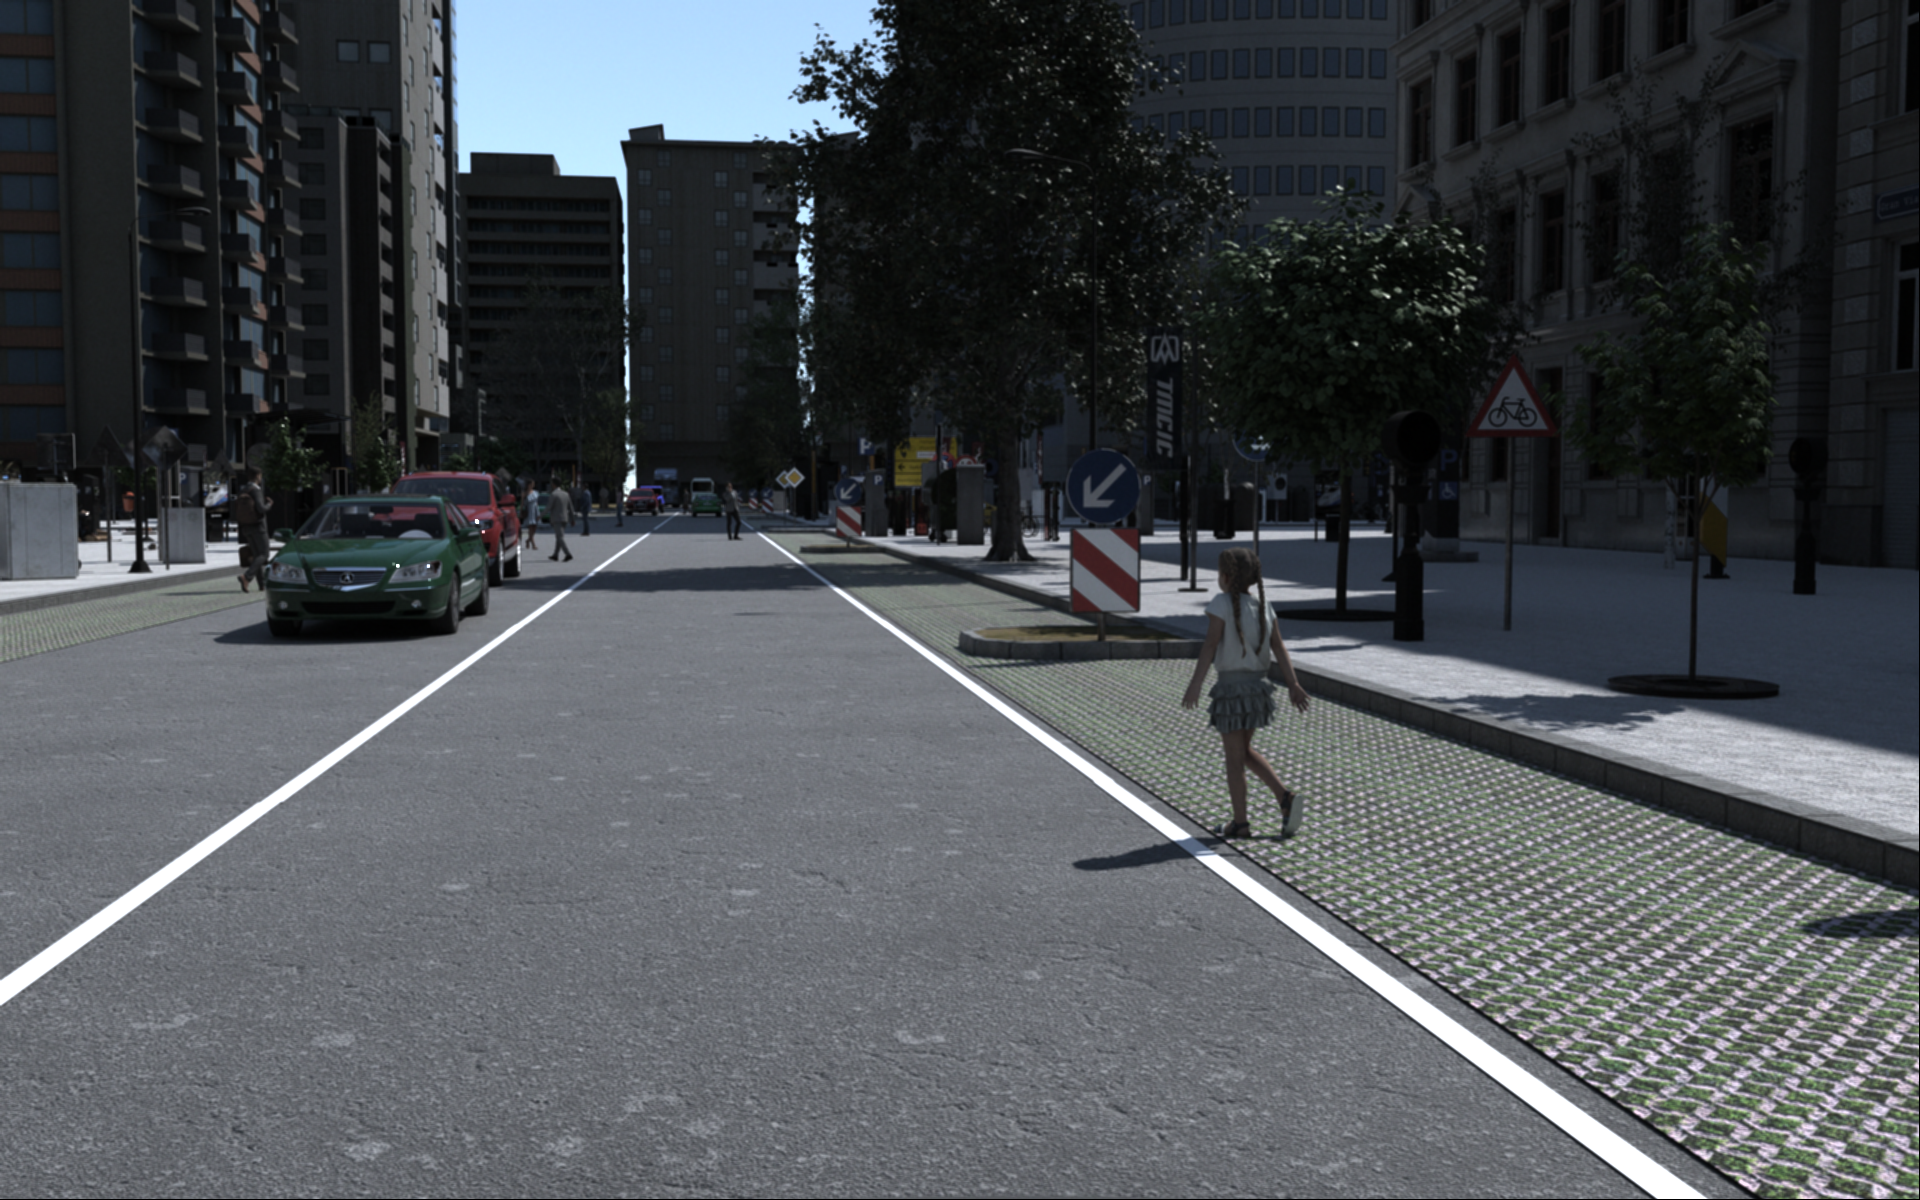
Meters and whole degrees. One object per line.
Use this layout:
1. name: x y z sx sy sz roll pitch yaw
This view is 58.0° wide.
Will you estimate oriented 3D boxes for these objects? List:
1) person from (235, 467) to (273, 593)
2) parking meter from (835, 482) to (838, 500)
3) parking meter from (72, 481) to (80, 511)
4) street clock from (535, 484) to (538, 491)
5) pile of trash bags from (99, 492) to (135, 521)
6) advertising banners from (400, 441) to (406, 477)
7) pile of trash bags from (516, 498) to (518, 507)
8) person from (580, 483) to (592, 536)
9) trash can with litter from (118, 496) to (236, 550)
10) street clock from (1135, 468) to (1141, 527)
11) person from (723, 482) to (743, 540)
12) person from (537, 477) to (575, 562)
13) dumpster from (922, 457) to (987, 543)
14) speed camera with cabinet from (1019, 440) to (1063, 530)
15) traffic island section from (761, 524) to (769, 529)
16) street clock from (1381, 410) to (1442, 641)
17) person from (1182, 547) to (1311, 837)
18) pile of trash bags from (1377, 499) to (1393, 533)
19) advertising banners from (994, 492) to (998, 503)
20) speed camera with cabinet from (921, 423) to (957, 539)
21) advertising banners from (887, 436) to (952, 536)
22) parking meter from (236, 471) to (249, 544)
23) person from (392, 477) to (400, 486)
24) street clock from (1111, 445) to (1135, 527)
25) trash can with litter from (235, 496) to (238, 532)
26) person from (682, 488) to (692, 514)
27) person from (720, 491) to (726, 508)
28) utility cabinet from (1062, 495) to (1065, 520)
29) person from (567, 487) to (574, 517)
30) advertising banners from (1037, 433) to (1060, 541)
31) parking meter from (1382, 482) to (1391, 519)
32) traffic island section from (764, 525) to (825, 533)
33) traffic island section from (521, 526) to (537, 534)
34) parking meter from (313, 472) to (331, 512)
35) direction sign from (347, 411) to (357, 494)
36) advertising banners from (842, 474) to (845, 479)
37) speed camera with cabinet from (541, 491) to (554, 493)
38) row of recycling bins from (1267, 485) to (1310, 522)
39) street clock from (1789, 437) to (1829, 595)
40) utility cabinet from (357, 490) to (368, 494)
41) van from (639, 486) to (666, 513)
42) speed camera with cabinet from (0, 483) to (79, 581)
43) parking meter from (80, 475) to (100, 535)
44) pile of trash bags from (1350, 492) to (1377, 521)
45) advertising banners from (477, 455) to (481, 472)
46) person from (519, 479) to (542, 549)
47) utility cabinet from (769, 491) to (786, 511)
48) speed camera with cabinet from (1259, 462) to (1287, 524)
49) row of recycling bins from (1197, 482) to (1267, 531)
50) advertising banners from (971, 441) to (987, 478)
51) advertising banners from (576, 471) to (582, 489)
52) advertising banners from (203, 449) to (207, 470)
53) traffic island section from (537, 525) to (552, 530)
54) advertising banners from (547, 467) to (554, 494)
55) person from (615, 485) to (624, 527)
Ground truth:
1. person: -10.320 -1.029 25.289 0.622 1.834 0.822 2 4 26
2. parking meter: -5.613 -4.598 80.885 0.255 1.863 0.399 3 5 43
3. parking meter: -38.590 -4.285 75.771 0.399 1.863 0.255 -2 4 -31
4. street clock: -31.931 -7.717 130.747 0.358 2.002 0.471 -2 4 -25
5. pile of trash bags: -40.754 -4.508 83.457 3.447 1.369 1.912 3 4 37
6. advertising banners: -18.349 -3.776 57.920 0.090 3.025 2.074 0 4 2
7. pile of trash bags: -37.322 -8.016 140.811 1.912 1.369 3.447 2 4 30
8. person: -12.873 -3.113 59.574 0.419 1.800 0.721 -1 4 -13
9. trash can with litter: -18.482 -1.801 40.508 1.678 1.210 2.233 1 4 16
10. street clock: 4.755 -2.654 47.961 0.471 2.002 0.358 3 5 45
11. person: -7.106 -2.780 54.133 0.592 1.802 0.473 -2 4 -29
12. person: -8.555 -1.723 36.942 0.850 1.792 0.678 2 4 32
13. dumpster: -0.145 -2.680 46.306 1.502 2.255 1.985 -1 4 -8
14. speed camera with cabinet: 2.889 -4.336 65.231 0.660 3.252 2.038 -3 4 -38
15. traffic island section: -7.252 -3.036 71.926 2.009 0.180 2.903 -1 4 -8
16. street clock: 3.931 -0.645 15.120 0.471 2.002 0.358 -1 4 -21
17. person: 1.165 0.390 7.145 0.505 1.210 0.382 -2 4 -34
18. pile of trash bags: 15.800 -2.881 56.861 3.447 1.369 1.912 -1 4 -20
19. advertising banners: 1.541 -5.507 86.223 0.090 3.025 2.074 2 4 26
20. speed camera with cabinet: -0.522 -3.332 48.815 0.660 3.252 2.038 1 4 17
21. advertising banners: -1.203 -3.479 53.071 2.074 3.025 0.090 2 4 23
22. parking meter: -18.339 -2.372 44.485 0.399 1.863 0.255 -1 4 -13
23. person: -12.056 -1.724 36.954 0.850 1.792 0.678 -1 4 -17
24. street clock: 2.352 -1.287 25.608 0.358 2.002 0.471 1 4 8
25. trash can with litter: -24.092 -2.883 58.190 2.233 1.210 1.678 1 4 11
26. person: -19.225 -6.939 121.911 0.822 1.834 0.622 -2 4 -29
27. person: -24.063 -10.272 177.174 1.217 1.743 0.721 0 4 4
28. utility cabinet: 4.735 -4.543 85.448 0.306 1.237 1.020 3 5 40
29. person: -21.800 -5.420 97.098 0.573 1.828 0.580 1 4 23
30. advertising banners: 2.416 -3.153 47.745 0.090 3.025 2.074 -1 4 -13
31. parking meter: 21.112 -4.892 85.693 0.399 1.863 0.255 -3 4 -38
32. traffic island section: -6.085 -2.553 64.026 2.009 0.180 2.903 -1 4 -8
33. traffic island section: -16.515 -2.460 62.497 2.009 0.180 2.903 -1 4 -8
34. parking meter: -15.878 -2.290 43.151 0.255 1.863 0.399 1 4 16
35. direction sign: -16.701 -3.414 47.815 0.379 3.537 0.876 -1 4 -16
36. advertising banners: -7.524 -6.828 107.827 0.090 3.025 2.074 1 4 22
37. speed camera with cabinet: -31.323 -8.437 132.284 2.038 3.252 0.660 0 4 7
38. row of recycling bins: 14.381 -4.465 80.108 3.534 1.692 1.069 1 4 11
39. street clock: 10.810 -1.073 22.113 0.358 2.002 0.471 -1 4 -11
40. utility cabinet: -30.894 -4.948 89.571 0.318 1.500 1.173 0 4 -5
41. van: -23.161 -7.676 129.883 2.240 2.365 5.245 -1 4 -10
42. speed camera with cabinet: -14.272 -1.915 25.652 0.660 3.252 2.038 3 5 45
43. parking meter: -26.080 -2.833 52.037 0.399 1.863 0.255 1 4 14
44. pile of trash bags: 19.576 -4.625 85.368 1.912 1.369 3.447 0 4 -4
45. advertising banners: -21.112 -4.928 76.768 0.090 3.025 2.074 -2 4 -29
46. person: -11.147 -2.215 44.812 0.616 1.811 0.778 -3 4 -37
47. utility cabinet: -15.092 -8.269 143.876 1.173 1.500 0.318 -1 4 -21
48. speed camera with cabinet: 13.028 -4.893 74.329 2.038 3.252 0.660 -2 4 -25
49. row of recycling bins: 9.423 -3.317 61.347 1.069 1.692 3.534 -1 4 -19
50. advertising banners: -0.063 -3.775 57.912 2.074 3.025 0.090 2 4 29
51. advertising banners: -30.111 -8.433 134.067 2.074 3.025 0.090 2 4 23
52. advertising banners: -30.125 -4.439 68.773 0.090 3.025 2.074 -2 4 -35
53. traffic island section: -17.681 -2.943 70.396 2.009 0.180 2.903 -1 4 -8
54. advertising banners: -26.103 -6.988 110.443 0.090 3.025 2.074 0 4 -1
55. person: -14.981 -4.148 76.327 0.388 1.821 0.555 0 4 3
